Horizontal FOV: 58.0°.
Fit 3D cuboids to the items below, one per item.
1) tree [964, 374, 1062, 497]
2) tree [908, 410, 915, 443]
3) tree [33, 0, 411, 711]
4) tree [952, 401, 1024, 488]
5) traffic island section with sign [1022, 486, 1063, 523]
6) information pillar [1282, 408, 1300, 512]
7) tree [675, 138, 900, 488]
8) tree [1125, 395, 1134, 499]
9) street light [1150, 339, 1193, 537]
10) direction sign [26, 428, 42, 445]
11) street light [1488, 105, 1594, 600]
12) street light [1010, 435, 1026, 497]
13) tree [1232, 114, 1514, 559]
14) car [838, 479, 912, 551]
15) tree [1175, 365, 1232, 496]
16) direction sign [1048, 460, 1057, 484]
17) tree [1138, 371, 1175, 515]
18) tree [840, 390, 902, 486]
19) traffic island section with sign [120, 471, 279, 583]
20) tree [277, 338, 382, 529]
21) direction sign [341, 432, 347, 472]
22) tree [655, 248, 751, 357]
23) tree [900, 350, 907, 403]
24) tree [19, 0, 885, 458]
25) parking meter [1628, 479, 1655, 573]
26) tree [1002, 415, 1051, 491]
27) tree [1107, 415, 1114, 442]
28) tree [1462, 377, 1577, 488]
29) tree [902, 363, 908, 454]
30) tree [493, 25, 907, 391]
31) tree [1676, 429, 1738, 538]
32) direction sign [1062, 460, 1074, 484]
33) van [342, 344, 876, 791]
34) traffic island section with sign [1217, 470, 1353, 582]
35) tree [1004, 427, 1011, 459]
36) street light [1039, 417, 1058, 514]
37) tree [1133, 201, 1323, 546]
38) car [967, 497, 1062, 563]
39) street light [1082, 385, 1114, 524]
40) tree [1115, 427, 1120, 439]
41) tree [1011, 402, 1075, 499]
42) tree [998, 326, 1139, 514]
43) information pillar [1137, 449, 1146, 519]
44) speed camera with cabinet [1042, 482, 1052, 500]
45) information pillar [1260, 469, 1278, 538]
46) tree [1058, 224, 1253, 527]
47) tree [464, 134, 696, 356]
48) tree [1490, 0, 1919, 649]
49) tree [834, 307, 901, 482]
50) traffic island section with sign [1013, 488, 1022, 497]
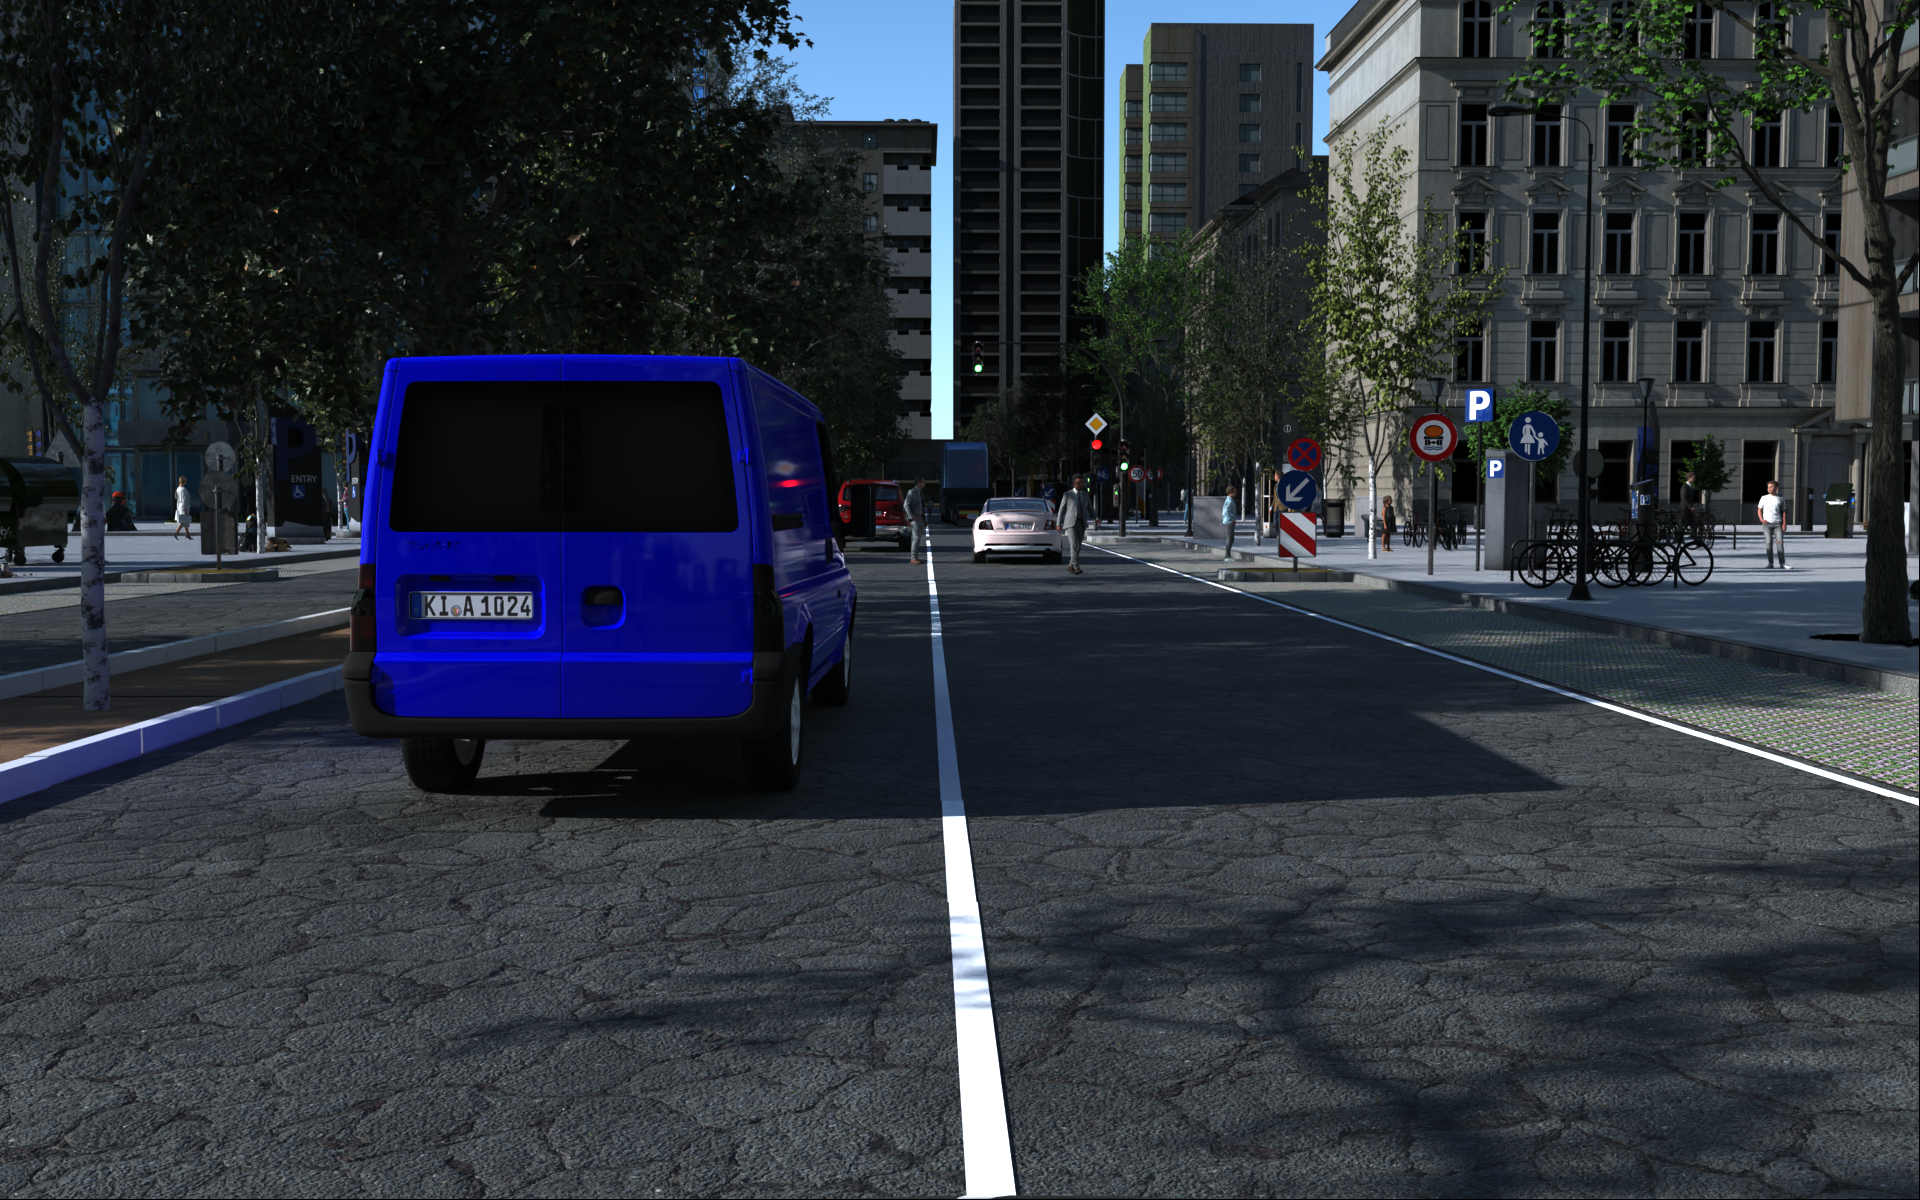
[{"bbox_3d":[5.550,-16.265,176.301,12.009,13.543,11.850,0,3,0],"label":"tree"},{"bbox_3d":[-6.977,-10.001,82.978,9.611,12.733,9.660,0,3,0],"label":"tree"},{"bbox_3d":[-5.723,-3.584,11.420,4.360,8.622,3.978,0,3,0],"label":"tree"},{"bbox_3d":[3.787,-18.005,211.382,9.611,12.733,9.660,0,3,0],"label":"tree"},{"bbox_3d":[4.202,-4.680,85.140,1.989,1.847,2.006,0,4,-1],"label":"traffic island section with sign"},{"bbox_3d":[8.996,-3.413,47.152,0.504,3.616,0.183,2,4,35],"label":"information pillar"},{"bbox_3d":[-6.842,-9.408,62.934,9.857,13.997,8.962,0,3,0],"label":"tree"},{"bbox_3d":[12.581,-9.755,109.855,4.360,8.622,3.978,0,3,0],"label":"tree"},{"bbox_3d":[6.361,-4.853,51.892,1.470,5.913,1.316,0,4,-1],"label":"street light"},{"bbox_3d":[-31.616,-4.112,59.236,0.876,3.537,0.379,2,4,32],"label":"direction sign"},{"bbox_3d":[7.004,-2.956,20.870,1.470,5.913,1.316,0,4,-1],"label":"street light"},{"bbox_3d":[4.589,-9.932,134.922,1.470,5.913,1.316,0,4,-1],"label":"street light"},{"bbox_3d":[8.275,-5.111,33.931,4.737,8.622,4.395,0,3,0],"label":"tree"},{"bbox_3d":[-2.282,-2.205,44.724,2.281,1.827,5.304,0,4,-2],"label":"car"},{"bbox_3d":[13.520,-8.356,86.981,4.737,8.622,4.395,0,3,0],"label":"tree"},{"bbox_3d":[6.158,-7.543,115.318,0.379,3.537,0.876,-3,5,-42],"label":"direction sign"},{"bbox_3d":[12.834,-9.423,104.430,4.737,8.622,4.395,0,3,0],"label":"tree"},{"bbox_3d":[-7.895,-11.955,123.683,9.928,11.665,9.643,0,3,0],"label":"tree"},{"bbox_3d":[-12.452,-1.223,28.630,1.989,1.847,2.006,0,4,-1],"label":"traffic island section with sign"},{"bbox_3d":[-23.183,-6.952,64.020,4.737,8.622,4.395,0,3,0],"label":"tree"},{"bbox_3d":[-21.164,-4.188,60.471,0.876,3.537,0.379,1,4,14],"label":"direction sign"},{"bbox_3d":[-6.273,-5.018,34.868,4.360,8.622,3.978,0,3,0],"label":"tree"},{"bbox_3d":[-7.547,-11.792,101.919,9.857,13.997,8.962,0,3,0],"label":"tree"},{"bbox_3d":[-5.579,-6.089,19.021,9.611,12.733,9.660,0,3,0],"label":"tree"},{"bbox_3d":[11.177,-1.224,28.417,0.372,1.533,0.369,0,3,0],"label":"parking meter"},{"bbox_3d":[5.501,-12.252,150.683,4.737,8.622,4.395,0,3,0],"label":"tree"},{"bbox_3d":[12.783,-11.008,130.347,4.360,8.622,3.978,0,3,0],"label":"tree"},{"bbox_3d":[15.806,-3.982,48.825,4.285,4.588,4.351,0,3,0],"label":"tree"},{"bbox_3d":[-7.180,-9.408,73.278,9.611,12.733,9.660,0,3,0],"label":"tree"},{"bbox_3d":[-6.402,-7.961,42.987,12.009,13.543,11.850,0,3,0],"label":"tree"},{"bbox_3d":[22.007,-3.428,50.645,1.663,3.219,1.824,0,3,0],"label":"tree"},{"bbox_3d":[7.145,-7.513,114.828,0.876,3.537,0.379,-1,4,-20],"label":"direction sign"},{"bbox_3d":[-1.698,-0.344,10.016,2.240,2.365,5.245,0,4,0],"label":"van"},{"bbox_3d":[5.367,-1.245,28.986,1.989,1.847,2.006,0,4,-1],"label":"traffic island section with sign"},{"bbox_3d":[5.965,-12.626,156.802,4.360,8.622,3.978,0,3,0],"label":"tree"},{"bbox_3d":[5.291,-8.042,104.030,1.470,5.913,1.316,0,4,-1],"label":"street light"},{"bbox_3d":[7.189,-5.650,42.745,4.360,8.622,3.978,0,3,0],"label":"tree"},{"bbox_3d":[1.194,-1.519,37.203,2.083,1.381,4.827,0,4,0],"label":"car"},{"bbox_3d":[5.881,-6.194,73.816,1.470,5.913,1.316,0,4,-1],"label":"street light"},{"bbox_3d":[13.742,-10.433,120.940,4.360,8.622,3.978,0,3,0],"label":"tree"},{"bbox_3d":[6.340,-10.763,126.340,4.360,8.622,3.978,0,3,0],"label":"tree"},{"bbox_3d":[6.304,-9.877,95.896,7.601,10.594,8.767,1,4,19],"label":"tree"},{"bbox_3d":[9.390,-6.010,89.624,0.183,3.616,0.504,-3,5,-44],"label":"information pillar"},{"bbox_3d":[6.692,-8.291,129.894,0.660,3.252,2.038,-1,4,-12],"label":"speed camera with cabinet"},{"bbox_3d":[9.037,-2.809,50.415,0.304,2.012,0.304,-2,4,-29],"label":"information pillar"},{"bbox_3d":[7.635,-8.688,67.797,9.928,11.665,9.643,0,3,0],"label":"tree"},{"bbox_3d":[-5.905,-4.553,27.268,4.737,8.622,4.395,0,3,0],"label":"tree"},{"bbox_3d":[7.916,-5.444,14.763,9.928,11.665,9.643,0,3,0],"label":"tree"},{"bbox_3d":[-7.034,-10.548,93.048,7.486,12.596,7.792,0,3,0],"label":"tree"},{"bbox_3d":[3.618,-6.353,112.502,1.989,1.847,2.006,0,4,-1],"label":"traffic island section with sign"}]
